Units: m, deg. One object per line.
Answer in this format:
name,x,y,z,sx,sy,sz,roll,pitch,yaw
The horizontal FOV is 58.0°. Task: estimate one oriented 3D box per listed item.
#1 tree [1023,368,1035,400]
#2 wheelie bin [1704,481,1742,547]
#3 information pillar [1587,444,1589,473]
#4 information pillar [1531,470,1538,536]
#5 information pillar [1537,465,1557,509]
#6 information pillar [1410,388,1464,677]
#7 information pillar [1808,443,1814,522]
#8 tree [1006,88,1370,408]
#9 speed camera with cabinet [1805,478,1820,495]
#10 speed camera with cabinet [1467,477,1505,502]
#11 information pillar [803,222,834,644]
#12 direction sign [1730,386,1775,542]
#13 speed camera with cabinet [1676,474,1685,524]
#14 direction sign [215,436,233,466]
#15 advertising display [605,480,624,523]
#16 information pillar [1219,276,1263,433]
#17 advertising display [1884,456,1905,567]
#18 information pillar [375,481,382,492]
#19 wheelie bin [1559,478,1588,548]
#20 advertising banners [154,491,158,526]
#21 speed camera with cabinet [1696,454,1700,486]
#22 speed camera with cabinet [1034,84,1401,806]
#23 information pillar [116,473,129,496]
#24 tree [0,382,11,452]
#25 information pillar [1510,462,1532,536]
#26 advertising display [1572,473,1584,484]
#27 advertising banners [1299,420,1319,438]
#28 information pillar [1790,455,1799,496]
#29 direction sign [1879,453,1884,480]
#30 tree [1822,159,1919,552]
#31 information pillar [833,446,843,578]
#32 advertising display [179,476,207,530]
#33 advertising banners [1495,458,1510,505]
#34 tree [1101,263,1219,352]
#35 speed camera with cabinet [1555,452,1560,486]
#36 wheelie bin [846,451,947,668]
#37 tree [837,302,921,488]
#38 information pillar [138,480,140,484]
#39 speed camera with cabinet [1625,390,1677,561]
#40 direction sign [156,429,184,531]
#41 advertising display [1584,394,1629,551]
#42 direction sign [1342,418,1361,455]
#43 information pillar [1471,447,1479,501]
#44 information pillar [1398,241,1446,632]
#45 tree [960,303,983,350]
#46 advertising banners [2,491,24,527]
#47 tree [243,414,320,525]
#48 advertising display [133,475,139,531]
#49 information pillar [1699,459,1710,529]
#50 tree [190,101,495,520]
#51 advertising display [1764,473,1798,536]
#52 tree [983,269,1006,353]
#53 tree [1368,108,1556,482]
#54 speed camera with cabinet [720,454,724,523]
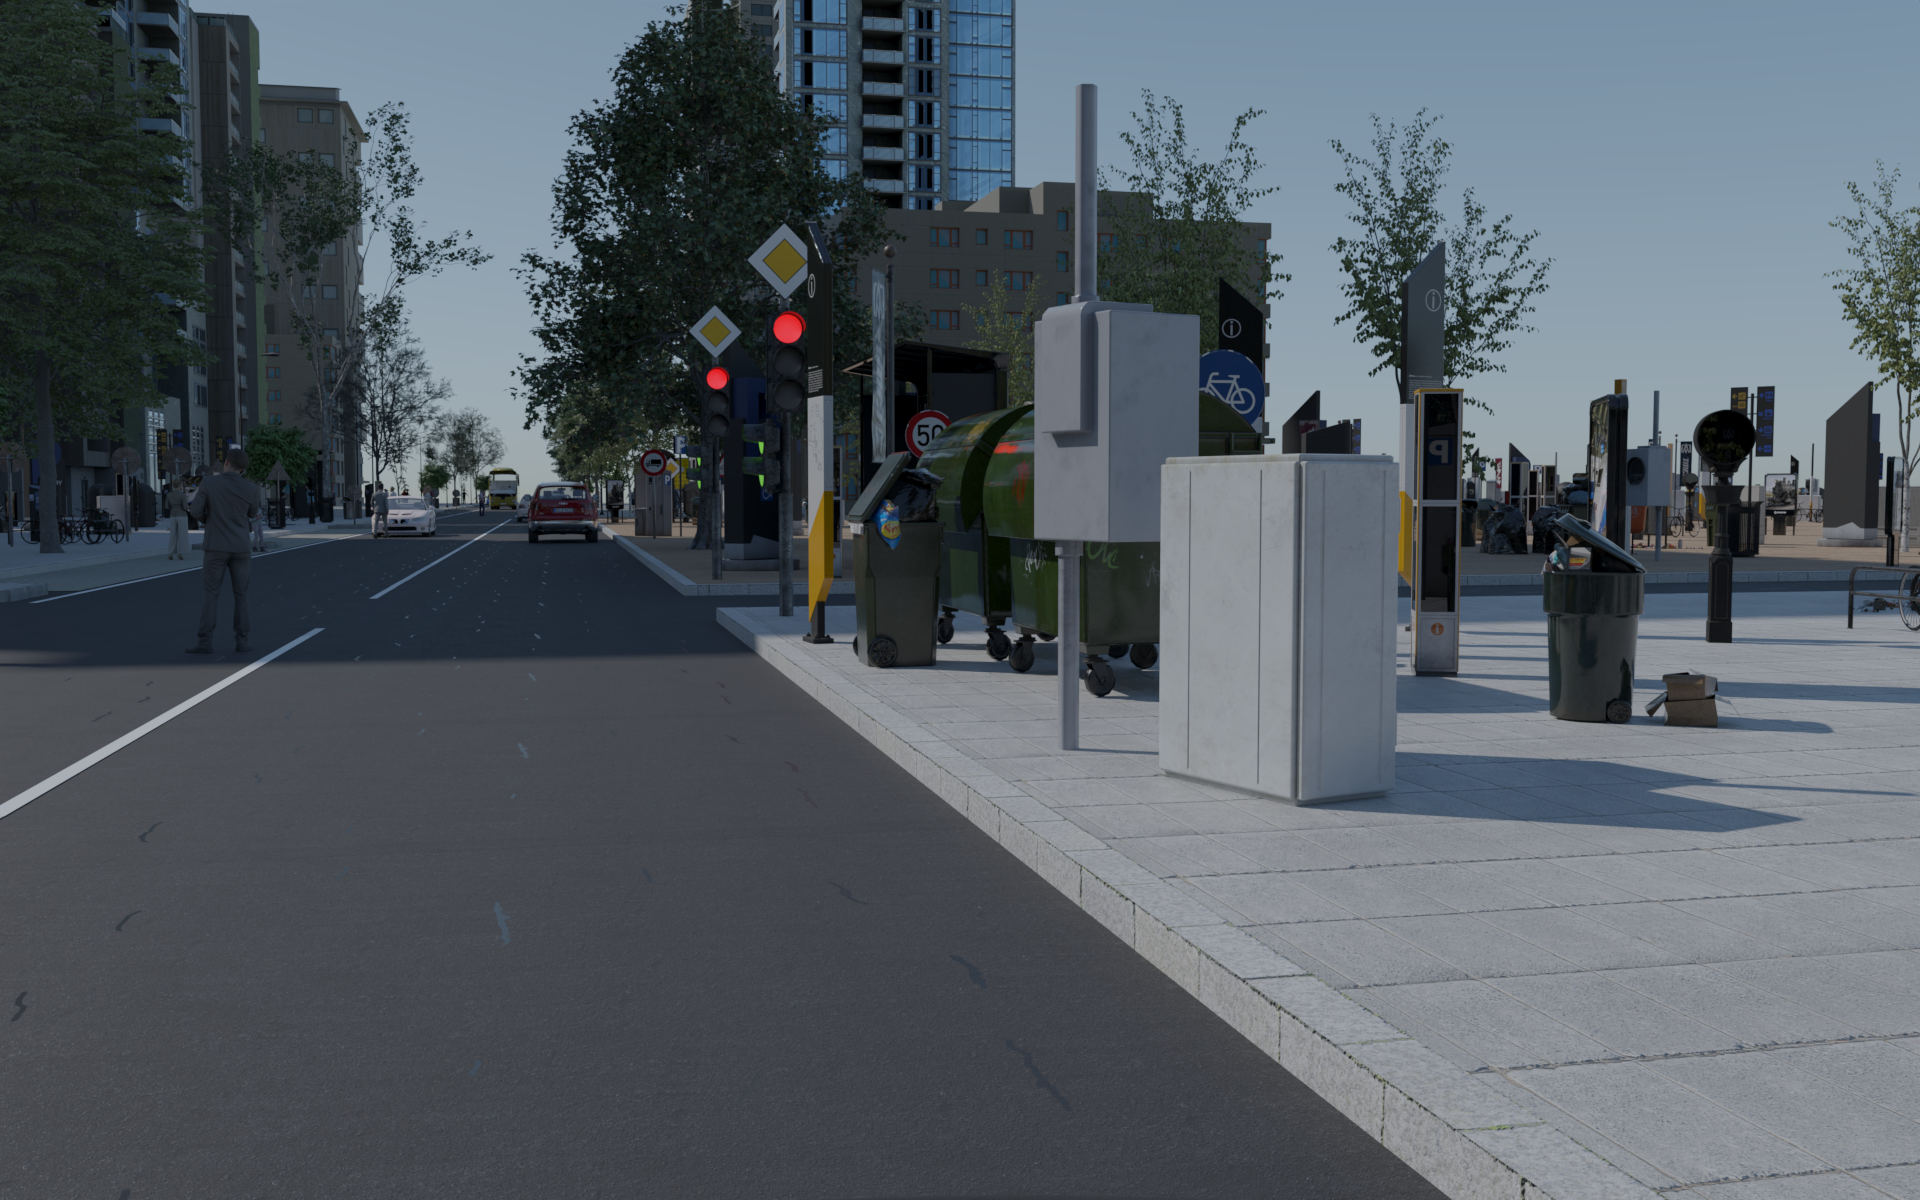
tree,5.090,-8.858,95.187,4.360,8.622,3.978,0,3,0
wheelie bin,18.570,-2.097,42.195,0.693,1.594,0.980,0,4,-5
information pillar,24.912,-4.697,68.157,0.504,3.616,0.183,3,5,40
information pillar,17.681,-2.991,53.402,0.304,2.012,0.304,2,4,26
information pillar,14.916,-2.412,43.922,0.304,2.012,0.304,0,4,4
information pillar,3.363,-0.473,12.228,0.304,2.012,0.304,1,4,8
information pillar,39.422,-5.432,80.160,0.183,3.616,0.504,1,4,22
tree,4.107,-4.950,31.297,4.737,8.622,4.395,0,3,0
speed camera with cabinet,49.670,-6.426,99.402,2.038,3.252,0.660,2,4,35
speed camera with cabinet,28.212,-6.011,92.617,2.038,3.252,0.660,2,4,28
information pillar,-1.198,-1.434,14.804,0.183,3.616,0.504,-1,4,-21
direction sign,16.683,-2.725,36.553,0.876,3.537,0.379,3,5,41
speed camera with cabinet,30.596,-4.877,74.083,0.660,3.252,2.038,1,4,15
direction sign,-28.592,-4.611,67.387,0.379,3.537,0.876,1,4,19
advertising display,-15.411,-4.411,77.326,0.123,1.923,0.974,3,4,37
information pillar,3.002,-1.672,18.685,0.504,3.616,0.183,1,4,9
advertising display,16.108,-1.508,29.865,0.123,1.923,0.974,3,4,38
information pillar,-32.416,-5.632,96.576,0.304,2.012,0.304,-3,4,-37
wheelie bin,12.030,-1.570,33.581,0.693,1.594,0.980,0,4,-4
advertising banners,-33.142,-4.498,69.736,2.074,3.025,0.090,1,4,22
speed camera with cabinet,37.125,-5.598,85.871,0.660,3.252,2.038,0,4,-3
speed camera with cabinet,1.118,-0.834,7.980,0.660,3.252,2.038,-2,4,-30
information pillar,-29.597,-3.470,61.228,0.304,2.012,0.304,0,4,3
tree,-18.115,-2.830,29.976,4.285,4.588,4.351,0,3,0
information pillar,12.830,-2.158,39.775,0.304,2.012,0.304,-3,5,-41
advertising display,19.045,-2.891,52.478,0.974,1.923,0.123,0,3,0
advertising banners,8.851,-2.710,40.490,2.074,3.025,0.090,3,4,38
information pillar,49.064,-6.761,101.899,0.504,3.616,0.183,3,5,43
direction sign,50.383,-6.328,95.457,0.876,3.537,0.379,0,4,4
tree,20.993,-5.350,37.842,4.737,8.622,4.395,0,3,0
information pillar,-1.967,-1.342,26.430,0.304,2.012,0.304,-1,4,-14
advertising display,-27.282,-3.447,61.577,0.974,1.923,0.123,0,4,0
advertising banners,26.345,-5.318,83.138,0.090,3.025,2.074,-1,4,-22
tree,8.837,-9.360,78.797,9.928,11.665,9.643,0,3,0
speed camera with cabinet,27.953,-5.383,82.347,0.660,3.252,2.038,0,4,5
wheelie bin,-0.471,-0.317,13.087,0.693,1.594,0.980,-1,4,-14
tree,-3.334,-7.047,65.586,4.737,8.622,4.395,0,3,0
information pillar,-42.351,-5.178,89.155,0.304,2.012,0.304,-2,4,-29
speed camera with cabinet,12.905,-2.411,33.755,0.660,3.252,2.038,-1,4,-19
direction sign,-27.542,-4.187,60.460,0.876,3.537,0.379,-3,5,-40
advertising display,4.314,-0.389,11.580,0.123,1.923,0.974,1,4,13
direction sign,11.800,-3.687,52.286,0.379,3.537,0.876,-2,4,-25
information pillar,25.838,-5.840,86.838,0.183,3.616,0.504,-1,4,-22
information pillar,4.284,-1.511,16.053,0.504,3.616,0.183,-2,4,-31
tree,1.956,-6.555,57.530,4.737,8.622,4.395,0,3,0
advertising banners,-36.760,-4.420,68.452,0.090,3.025,2.074,3,5,40
tree,-28.100,-5.350,71.187,4.285,4.588,4.351,0,3,0
advertising display,-28.519,-3.347,59.933,0.123,1.923,0.974,-2,4,-24
information pillar,27.582,-4.451,64.122,0.504,3.616,0.183,-2,4,-33
tree,-29.196,-13.867,82.617,12.611,20.169,13.585,0,3,0
advertising display,25.433,-2.965,53.694,0.123,1.923,0.974,-3,5,-43
tree,3.756,-5.609,42.074,4.737,8.622,4.395,0,3,0
tree,8.841,-5.070,33.253,4.737,8.622,4.395,0,3,0
speed camera with cabinet,-10.113,-4.977,75.713,0.660,3.252,2.038,-2,4,-25
